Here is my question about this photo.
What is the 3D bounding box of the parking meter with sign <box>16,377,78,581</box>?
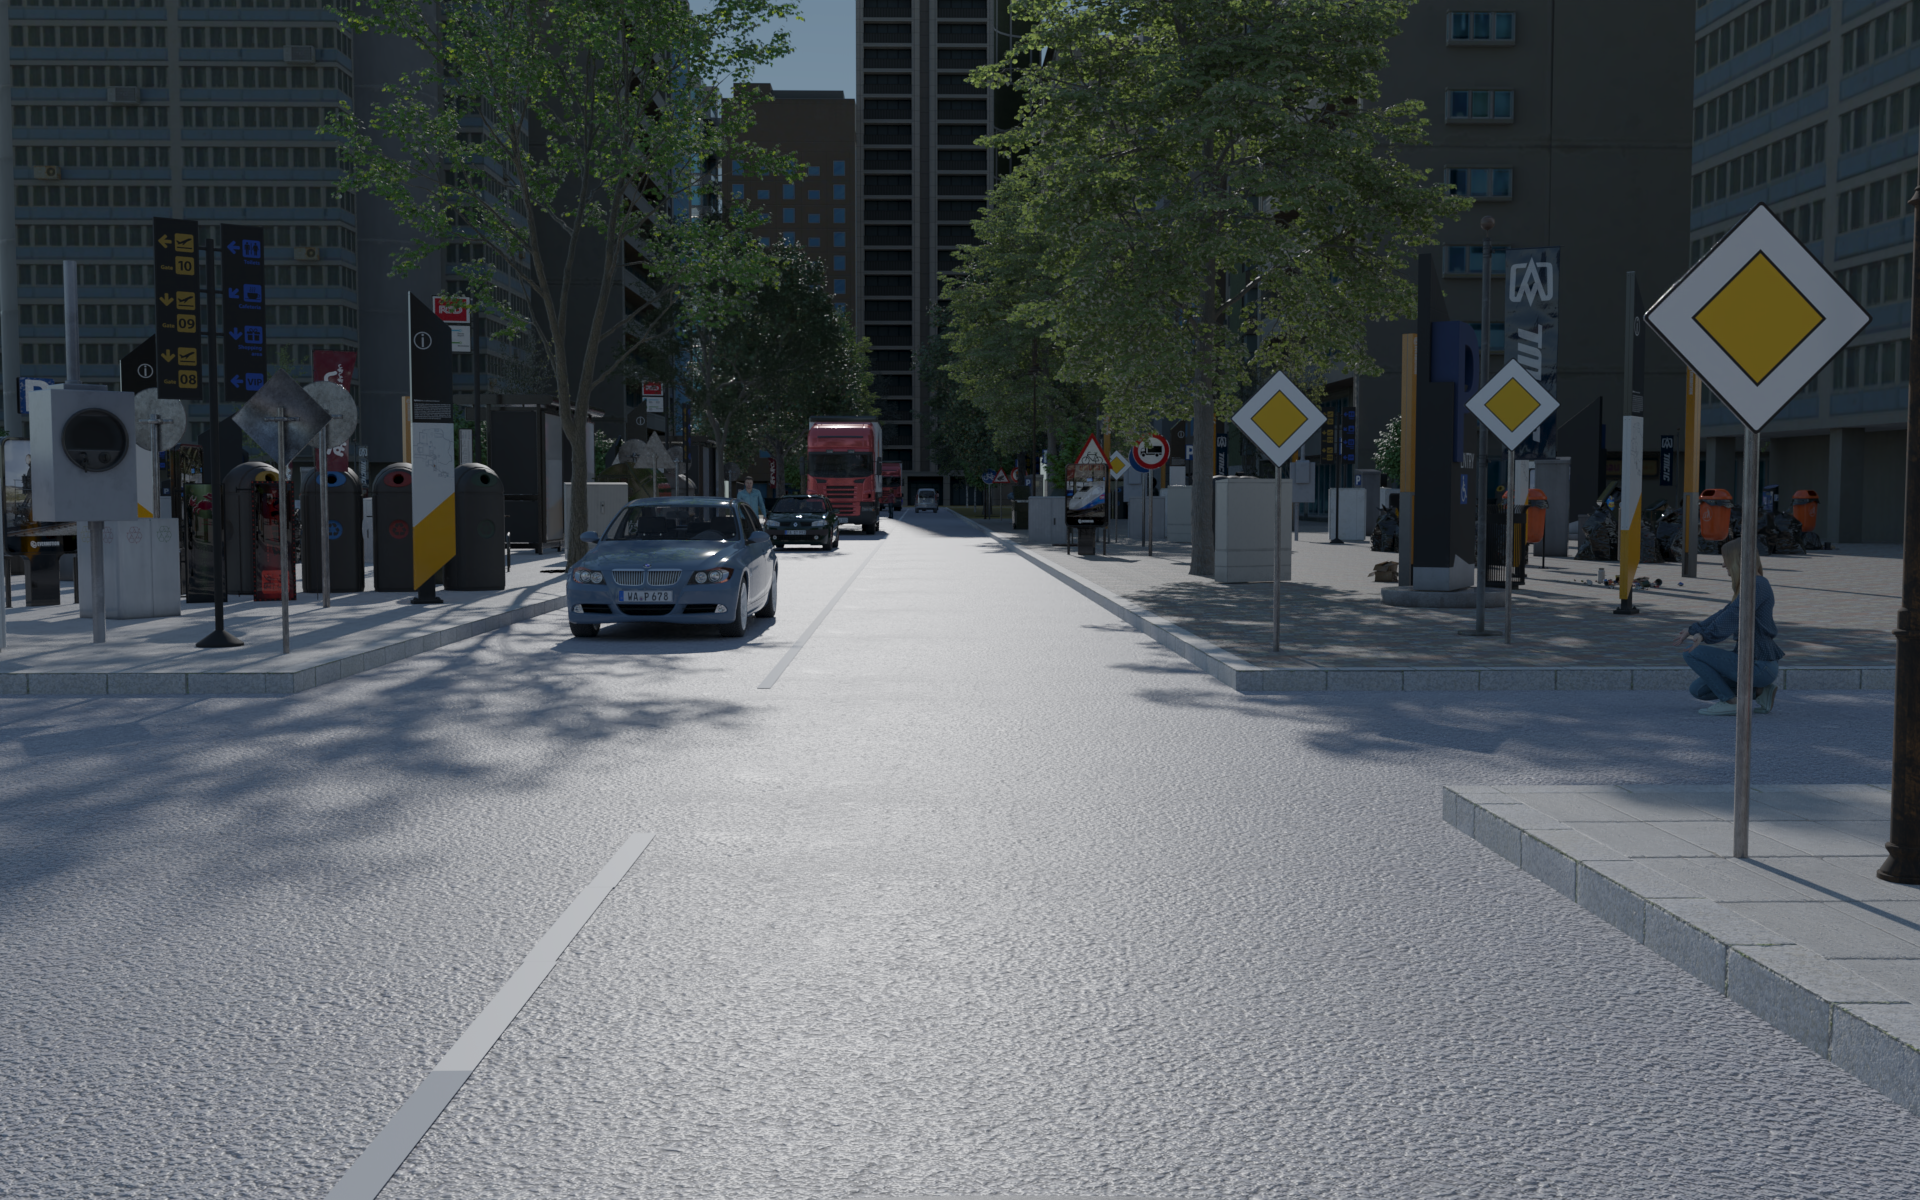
[{"bbox_3d":[-13.144,-1.795,25.614,1.738,3.016,0.543,2,4,31],"label":"parking meter with sign"}]

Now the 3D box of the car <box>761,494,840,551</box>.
[{"bbox_3d":[-4.097,-2.155,45.025,2.009,1.686,4.222,0,4,0],"label":"car"}]

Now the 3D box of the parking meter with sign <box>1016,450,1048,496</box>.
[{"bbox_3d":[2.854,-4.342,67.260,1.738,3.016,0.543,-3,5,-44],"label":"parking meter with sign"}]

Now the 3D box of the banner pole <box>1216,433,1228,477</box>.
[{"bbox_3d":[9.334,-4.446,62.711,0.863,3.779,0.401,-1,4,-23],"label":"banner pole"}]

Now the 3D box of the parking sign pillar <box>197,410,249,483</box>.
[{"bbox_3d":[-23.370,-4.051,54.709,1.447,3.967,1.447,-2,4,-29],"label":"parking sign pillar"}]

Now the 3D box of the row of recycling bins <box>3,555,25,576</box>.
[{"bbox_3d":[-15.264,-1.166,26.180,1.069,1.692,3.534,0,4,0],"label":"row of recycling bins"}]

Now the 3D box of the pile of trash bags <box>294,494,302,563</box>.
[{"bbox_3d":[-13.173,-1.360,31.991,1.912,1.369,3.447,1,4,13],"label":"pile of trash bags"}]

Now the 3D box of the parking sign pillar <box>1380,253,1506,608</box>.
[{"bbox_3d":[5.630,-1.929,20.017,1.447,3.967,1.447,2,4,28],"label":"parking sign pillar"}]

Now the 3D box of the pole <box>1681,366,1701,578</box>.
[{"bbox_3d":[11.243,-2.004,26.608,0.158,3.312,0.155,0,3,0],"label":"pole"}]

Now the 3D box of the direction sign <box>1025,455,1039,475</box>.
[{"bbox_3d":[3.422,-5.552,82.764,0.876,3.537,0.379,-2,4,-32],"label":"direction sign"}]

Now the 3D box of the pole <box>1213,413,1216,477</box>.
[{"bbox_3d":[6.346,-3.054,43.769,0.158,3.312,0.155,0,3,0],"label":"pole"}]

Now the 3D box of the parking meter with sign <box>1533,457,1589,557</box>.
[{"bbox_3d":[12.168,-2.403,35.546,1.738,3.016,0.543,1,4,22],"label":"parking meter with sign"}]

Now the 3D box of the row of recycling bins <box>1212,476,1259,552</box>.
[{"bbox_3d":[6.382,-2.004,39.882,1.069,1.692,3.534,2,4,24],"label":"row of recycling bins"}]

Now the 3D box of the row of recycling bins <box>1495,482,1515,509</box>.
[{"bbox_3d":[19.379,-3.233,59.964,1.069,1.692,3.534,0,4,3],"label":"row of recycling bins"}]

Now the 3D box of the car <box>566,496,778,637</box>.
[{"bbox_3d":[-3.017,-0.420,18.868,2.014,1.417,4.499,0,4,0],"label":"car"}]

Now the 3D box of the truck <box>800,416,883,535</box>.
[{"bbox_3d":[-4.235,-4.622,64.477,2.839,4.237,11.283,0,4,-1],"label":"truck"}]

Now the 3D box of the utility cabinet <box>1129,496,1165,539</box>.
[{"bbox_3d":[5.385,-2.366,49.845,1.020,1.237,0.306,0,4,5],"label":"utility cabinet"}]

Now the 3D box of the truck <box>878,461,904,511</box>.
[{"bbox_3d":[-6.184,-9.729,147.984,2.839,4.237,11.283,0,4,-2],"label":"truck"}]

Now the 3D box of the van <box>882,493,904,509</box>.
[{"bbox_3d":[-6.434,-9.773,164.170,2.240,2.365,5.245,0,4,-1],"label":"van"}]

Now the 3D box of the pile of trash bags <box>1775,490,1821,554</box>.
[{"bbox_3d":[17.416,-1.694,37.453,3.447,1.369,1.912,-2,4,-32],"label":"pile of trash bags"}]

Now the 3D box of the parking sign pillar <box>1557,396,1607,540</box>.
[{"bbox_3d":[17.353,-3.664,48.372,1.447,3.967,1.447,-3,4,-38],"label":"parking sign pillar"}]

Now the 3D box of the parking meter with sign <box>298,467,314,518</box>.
[{"bbox_3d":[-18.312,-3.238,49.196,1.738,3.016,0.543,0,4,5],"label":"parking meter with sign"}]

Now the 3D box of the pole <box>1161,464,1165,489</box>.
[{"bbox_3d":[8.009,-4.556,68.326,0.158,3.312,0.155,0,3,0],"label":"pole"}]

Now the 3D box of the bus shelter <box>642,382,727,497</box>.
[{"bbox_3d":[-10.136,-5.259,63.614,2.179,5.291,8.768,0,4,-1],"label":"bus shelter"}]

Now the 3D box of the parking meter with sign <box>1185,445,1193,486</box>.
[{"bbox_3d":[8.541,-3.923,60.406,0.543,3.016,1.738,-2,4,-33],"label":"parking meter with sign"}]

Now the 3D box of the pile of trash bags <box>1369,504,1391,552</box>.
[{"bbox_3d":[10.964,-1.757,38.475,3.447,1.369,1.912,0,4,-6],"label":"pile of trash bags"}]

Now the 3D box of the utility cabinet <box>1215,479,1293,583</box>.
[{"bbox_3d":[4.239,-1.000,25.036,1.173,1.500,0.318,-2,4,-29],"label":"utility cabinet"}]

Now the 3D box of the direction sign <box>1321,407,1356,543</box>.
[{"bbox_3d":[9.819,-3.244,45.031,0.876,3.537,0.379,0,4,7],"label":"direction sign"}]

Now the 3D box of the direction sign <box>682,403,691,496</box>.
[{"bbox_3d":[-6.860,-3.152,43.525,0.379,3.537,0.876,0,4,2],"label":"direction sign"}]

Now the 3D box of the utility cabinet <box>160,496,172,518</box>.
[{"bbox_3d":[-22.437,-2.305,48.849,1.020,1.237,0.306,-3,4,-39],"label":"utility cabinet"}]

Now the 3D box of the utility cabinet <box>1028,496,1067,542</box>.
[{"bbox_3d":[2.354,-2.156,46.411,1.020,1.237,0.306,0,4,8],"label":"utility cabinet"}]

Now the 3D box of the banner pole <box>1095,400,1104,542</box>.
[{"bbox_3d":[3.730,-3.434,46.165,0.401,3.779,0.863,1,4,19],"label":"banner pole"}]

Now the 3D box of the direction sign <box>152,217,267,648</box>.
[{"bbox_3d":[-6.246,-1.377,14.511,0.876,3.537,0.379,-3,5,-40],"label":"direction sign"}]

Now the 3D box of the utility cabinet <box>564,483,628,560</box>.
[{"bbox_3d":[-6.995,-1.508,33.328,1.173,1.500,0.318,-1,4,-21],"label":"utility cabinet"}]

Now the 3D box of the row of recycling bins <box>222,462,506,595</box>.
[{"bbox_3d":[-7.828,-0.960,22.809,3.534,1.692,1.069,-1,4,-19],"label":"row of recycling bins"}]

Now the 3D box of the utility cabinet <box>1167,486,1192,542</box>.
[{"bbox_3d":[5.948,-2.255,45.545,0.318,1.500,1.173,-2,4,-32],"label":"utility cabinet"}]

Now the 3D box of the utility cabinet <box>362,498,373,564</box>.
[{"bbox_3d":[-10.934,-1.290,32.249,0.306,1.237,1.020,-2,4,-33],"label":"utility cabinet"}]

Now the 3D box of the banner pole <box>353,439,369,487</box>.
[{"bbox_3d":[-27.100,-5.399,78.292,0.863,3.779,0.401,0,4,8],"label":"banner pole"}]

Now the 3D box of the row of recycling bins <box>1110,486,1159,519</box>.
[{"bbox_3d":[8.572,-4.974,88.438,3.534,1.692,1.069,2,4,35],"label":"row of recycling bins"}]

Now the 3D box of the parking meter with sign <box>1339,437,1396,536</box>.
[{"bbox_3d":[12.547,-3.484,53.219,1.738,3.016,0.543,-1,4,-19],"label":"parking meter with sign"}]

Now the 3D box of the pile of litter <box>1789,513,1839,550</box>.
[{"bbox_3d":[19.488,-1.607,40.246,1.176,0.858,1.719,-2,4,-27],"label":"pile of litter"}]

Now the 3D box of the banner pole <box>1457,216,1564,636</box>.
[{"bbox_3d":[4.955,-1.564,15.589,0.863,3.779,0.401,2,4,25],"label":"banner pole"}]

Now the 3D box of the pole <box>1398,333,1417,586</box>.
[{"bbox_3d":[5.736,-1.731,22.138,0.158,3.312,0.155,0,3,0],"label":"pole"}]

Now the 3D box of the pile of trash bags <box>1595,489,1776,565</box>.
[{"bbox_3d":[13.231,-1.399,32.634,1.912,1.369,3.447,-1,4,-18],"label":"pile of trash bags"}]

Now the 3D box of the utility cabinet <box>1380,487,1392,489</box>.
[{"bbox_3d":[13.814,-2.964,57.136,0.318,1.500,1.173,-1,4,-15],"label":"utility cabinet"}]

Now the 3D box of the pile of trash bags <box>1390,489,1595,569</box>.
[{"bbox_3d":[9.494,-1.308,31.137,1.912,1.369,3.447,-1,4,-14],"label":"pile of trash bags"}]

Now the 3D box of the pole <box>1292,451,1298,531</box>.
[{"bbox_3d":[11.541,-4.028,59.701,0.158,3.312,0.155,0,3,0],"label":"pole"}]

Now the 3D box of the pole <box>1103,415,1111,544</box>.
[{"bbox_3d":[3.793,-3.109,44.667,0.158,3.312,0.155,0,3,0],"label":"pole"}]

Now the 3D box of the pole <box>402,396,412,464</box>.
[{"bbox_3d":[-11.543,-2.593,36.246,0.158,3.312,0.155,0,3,0],"label":"pole"}]

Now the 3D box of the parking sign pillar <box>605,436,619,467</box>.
[{"bbox_3d":[-16.109,-5.666,81.104,1.447,3.967,1.447,-3,5,-40],"label":"parking sign pillar"}]

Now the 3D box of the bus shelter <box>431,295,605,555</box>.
[{"bbox_3d":[-9.629,-3.678,37.764,2.179,5.291,8.768,0,4,-1],"label":"bus shelter"}]

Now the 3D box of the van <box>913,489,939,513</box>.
[{"bbox_3d":[-2.593,-7.660,132.252,2.013,2.044,4.112,0,4,-2],"label":"van"}]
